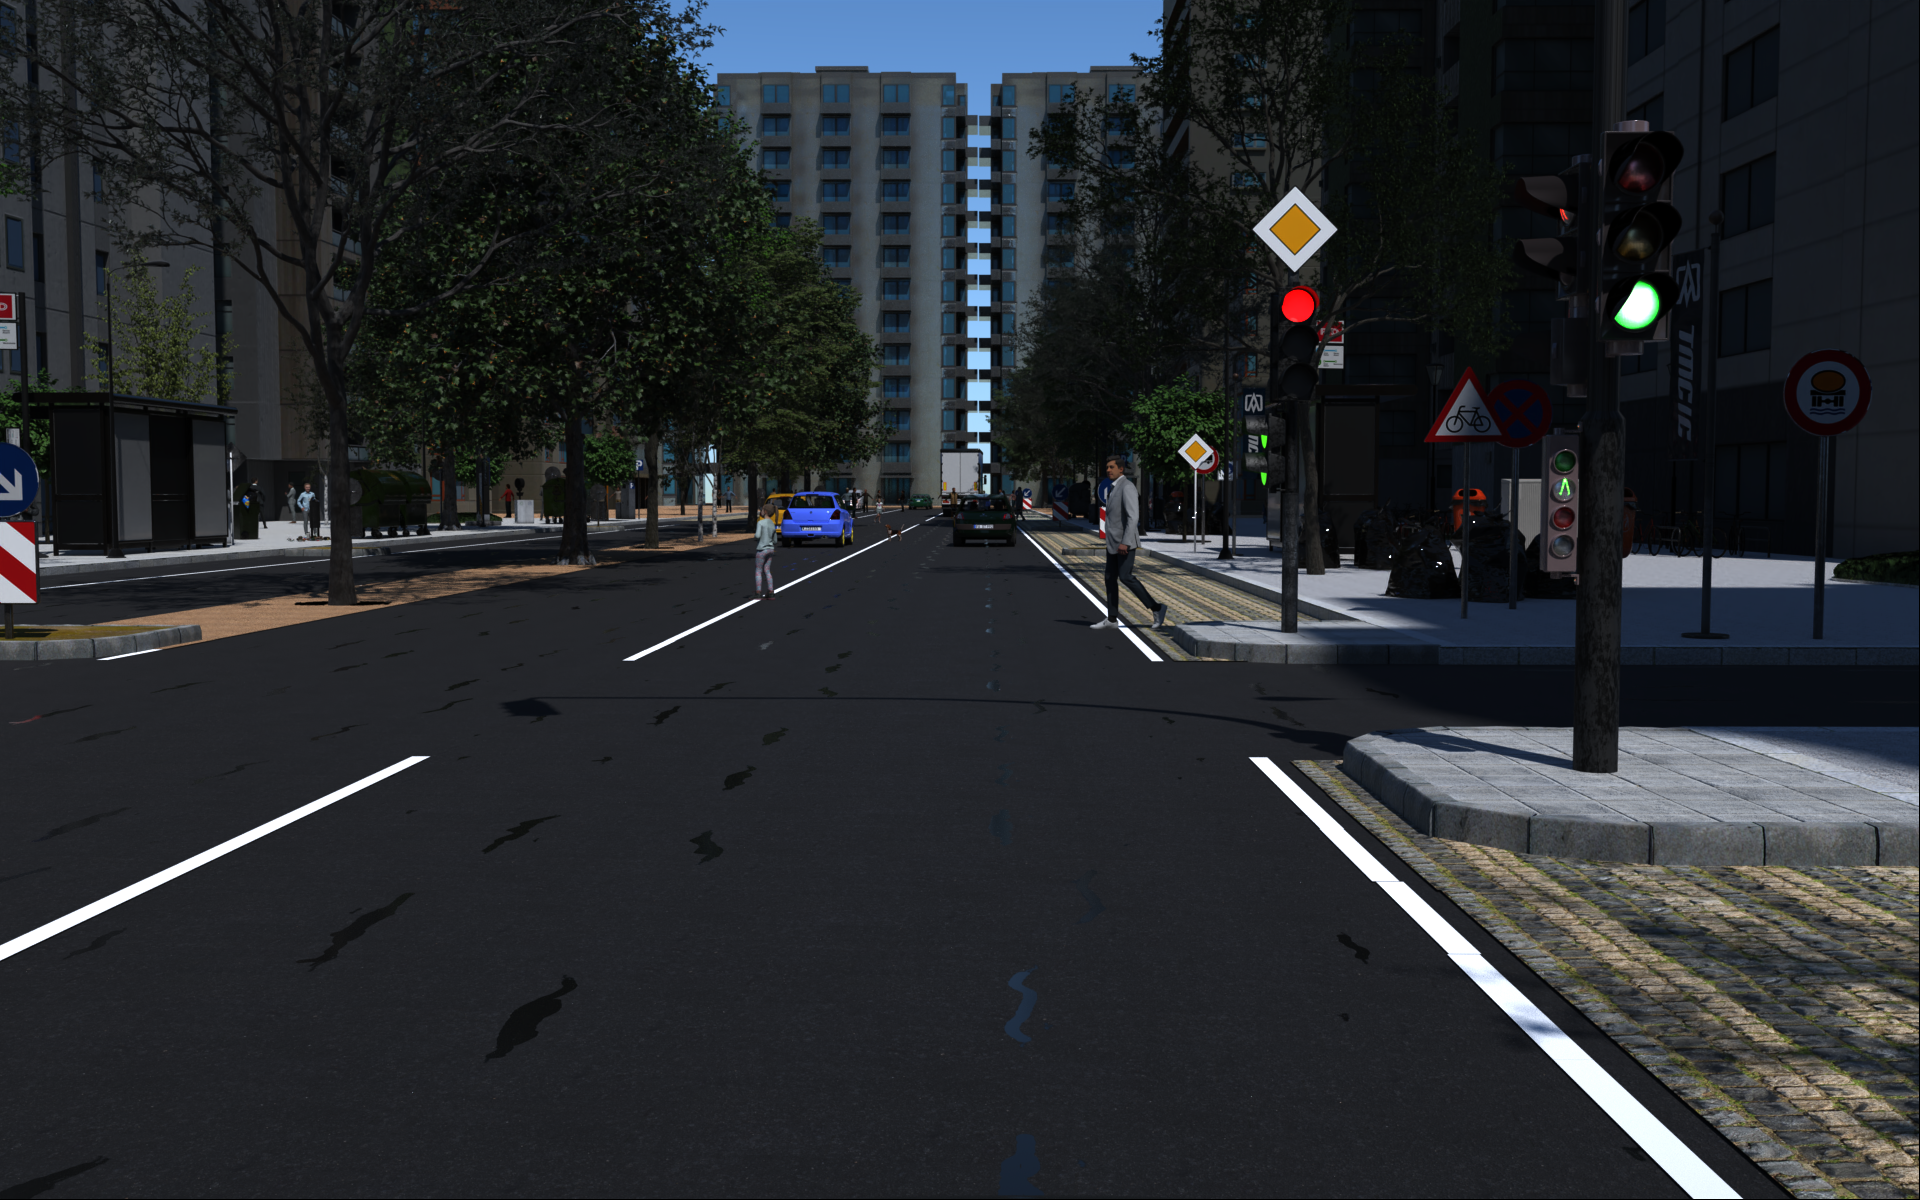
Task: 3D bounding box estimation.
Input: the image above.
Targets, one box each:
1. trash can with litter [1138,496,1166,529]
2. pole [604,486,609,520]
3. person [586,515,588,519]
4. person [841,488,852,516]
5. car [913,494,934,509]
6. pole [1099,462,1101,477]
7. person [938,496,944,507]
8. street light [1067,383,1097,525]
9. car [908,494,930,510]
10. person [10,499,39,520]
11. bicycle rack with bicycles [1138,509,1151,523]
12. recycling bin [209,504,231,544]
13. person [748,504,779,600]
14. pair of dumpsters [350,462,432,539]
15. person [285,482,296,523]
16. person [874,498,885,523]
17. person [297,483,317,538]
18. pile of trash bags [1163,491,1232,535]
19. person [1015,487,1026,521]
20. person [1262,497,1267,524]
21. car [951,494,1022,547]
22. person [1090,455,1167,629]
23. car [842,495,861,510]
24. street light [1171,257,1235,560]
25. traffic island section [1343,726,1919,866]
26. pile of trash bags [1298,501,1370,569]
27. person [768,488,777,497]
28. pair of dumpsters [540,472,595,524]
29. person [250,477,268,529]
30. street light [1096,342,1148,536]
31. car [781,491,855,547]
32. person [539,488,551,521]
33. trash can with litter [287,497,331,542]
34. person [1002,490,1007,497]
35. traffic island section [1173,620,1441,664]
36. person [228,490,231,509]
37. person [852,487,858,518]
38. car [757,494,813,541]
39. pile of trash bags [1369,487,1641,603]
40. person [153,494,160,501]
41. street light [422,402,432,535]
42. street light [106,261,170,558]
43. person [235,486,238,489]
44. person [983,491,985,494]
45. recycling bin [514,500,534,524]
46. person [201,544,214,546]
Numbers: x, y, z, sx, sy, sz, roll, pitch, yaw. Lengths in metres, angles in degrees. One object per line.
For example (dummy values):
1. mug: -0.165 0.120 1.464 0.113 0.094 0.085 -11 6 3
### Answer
1. trash can with litter: 6.985 -3.201 63.392 2.233 1.210 1.678 -3 5 -40
2. pole: -17.489 -5.610 85.564 0.158 3.312 0.155 0 3 0
3. person: -19.805 -5.049 88.810 1.509 1.804 0.699 3 5 40
4. person: -6.725 -5.793 103.291 1.350 1.814 0.705 2 4 28
5. car: -3.544 -9.353 164.720 2.131 1.459 4.920 0 4 1
6. pole: 7.156 -5.764 88.081 0.158 3.312 0.155 0 3 0
7. person: -1.547 -9.587 165.213 1.348 1.831 0.705 2 4 25
8. street light: 5.166 -6.099 72.254 1.470 5.913 1.316 0 4 1
9. car: -3.781 -9.026 159.377 2.131 1.459 4.920 0 4 0
10. person: -13.018 -0.935 23.977 0.537 1.800 0.526 -3 5 -41
11. bicycle rack with bicycles: 8.368 -3.983 78.512 2.925 0.926 2.852 -1 4 -13
12. recycling bin: -19.368 -1.975 44.841 0.722 1.027 0.722 3 5 45
13. person: -2.667 -0.651 23.428 0.394 1.301 0.425 1 4 19
14. pair of dumpsters: -17.001 -2.970 51.059 1.574 2.255 4.437 0 4 1
15. person: -29.394 -4.270 76.041 0.466 1.800 0.511 -2 4 -27
16. person: -4.046 -4.492 86.963 0.505 1.210 0.382 -2 4 -23
17. person: -19.103 -2.624 50.752 0.589 1.601 0.330 -2 4 -26
18. pile of trash bags: 7.410 -2.798 55.506 1.912 1.369 3.447 -1 4 -13
19. person: 3.069 -4.999 90.338 0.767 1.812 0.694 0 4 -8
20. person: 13.381 -3.855 74.578 1.012 1.151 0.738 0 4 -5
21. car: 0.719 -2.370 48.541 2.009 1.686 4.222 0 4 3
22. person: 1.782 -0.612 18.354 0.795 1.843 0.661 -1 4 -10
23. car: -9.905 -8.730 155.098 2.083 1.381 4.827 0 4 0
24. street light: 4.686 -3.754 33.924 1.470 5.913 1.316 0 4 1
25. traffic island section: 2.967 0.869 8.074 2.009 0.180 2.903 0 4 1
26. pile of trash bags: 7.379 -1.240 30.034 3.447 1.369 1.912 2 4 26
27. person: -12.052 -6.351 112.425 1.348 1.812 0.705 2 4 26
28. pair of dumpsters: -17.118 -4.475 75.658 1.574 2.255 4.437 0 4 1
29. person: -26.116 -3.607 64.379 0.648 1.900 0.474 -1 4 -16
30. street light: 5.059 -4.930 53.148 1.470 5.913 1.316 0 4 1
31. car: -3.902 -2.338 47.813 1.945 1.707 3.694 0 4 2
32. person: -20.106 -4.784 84.061 0.655 1.846 0.447 0 4 2
33. trash can with litter: -18.026 -2.243 47.733 1.678 1.210 2.233 0 4 -1
34. person: 3.515 -8.189 143.184 0.721 1.735 1.217 3 5 45
35. traffic island section: 3.075 0.381 16.058 2.009 0.180 2.903 0 4 1
36. person: -32.378 -4.272 76.243 0.624 1.780 0.694 3 5 43
37. person: -6.180 -5.704 101.787 0.705 1.821 1.348 -1 4 -11
38. car: -5.341 -2.698 54.336 2.015 1.641 3.980 0 4 0
39. pile of trash bags: 7.163 -0.734 21.746 3.447 1.369 1.912 -2 4 -27
40. person: -20.419 -2.263 43.396 0.716 1.782 0.532 -2 4 -27
41. street light: -16.223 -4.990 54.126 1.470 5.913 1.316 0 4 1
42. street light: -16.415 -3.796 34.610 1.470 5.913 1.316 0 4 1
43. person: -28.237 -3.665 67.779 0.330 1.601 0.589 -2 4 -33
44. person: 2.253 -9.028 156.633 0.721 1.766 1.217 -3 5 -40
45. recycling bin: -19.050 -3.863 75.715 0.722 1.027 0.722 -2 4 -25
46. person: -18.596 -2.232 42.722 0.473 1.802 0.592 -2 4 -29
